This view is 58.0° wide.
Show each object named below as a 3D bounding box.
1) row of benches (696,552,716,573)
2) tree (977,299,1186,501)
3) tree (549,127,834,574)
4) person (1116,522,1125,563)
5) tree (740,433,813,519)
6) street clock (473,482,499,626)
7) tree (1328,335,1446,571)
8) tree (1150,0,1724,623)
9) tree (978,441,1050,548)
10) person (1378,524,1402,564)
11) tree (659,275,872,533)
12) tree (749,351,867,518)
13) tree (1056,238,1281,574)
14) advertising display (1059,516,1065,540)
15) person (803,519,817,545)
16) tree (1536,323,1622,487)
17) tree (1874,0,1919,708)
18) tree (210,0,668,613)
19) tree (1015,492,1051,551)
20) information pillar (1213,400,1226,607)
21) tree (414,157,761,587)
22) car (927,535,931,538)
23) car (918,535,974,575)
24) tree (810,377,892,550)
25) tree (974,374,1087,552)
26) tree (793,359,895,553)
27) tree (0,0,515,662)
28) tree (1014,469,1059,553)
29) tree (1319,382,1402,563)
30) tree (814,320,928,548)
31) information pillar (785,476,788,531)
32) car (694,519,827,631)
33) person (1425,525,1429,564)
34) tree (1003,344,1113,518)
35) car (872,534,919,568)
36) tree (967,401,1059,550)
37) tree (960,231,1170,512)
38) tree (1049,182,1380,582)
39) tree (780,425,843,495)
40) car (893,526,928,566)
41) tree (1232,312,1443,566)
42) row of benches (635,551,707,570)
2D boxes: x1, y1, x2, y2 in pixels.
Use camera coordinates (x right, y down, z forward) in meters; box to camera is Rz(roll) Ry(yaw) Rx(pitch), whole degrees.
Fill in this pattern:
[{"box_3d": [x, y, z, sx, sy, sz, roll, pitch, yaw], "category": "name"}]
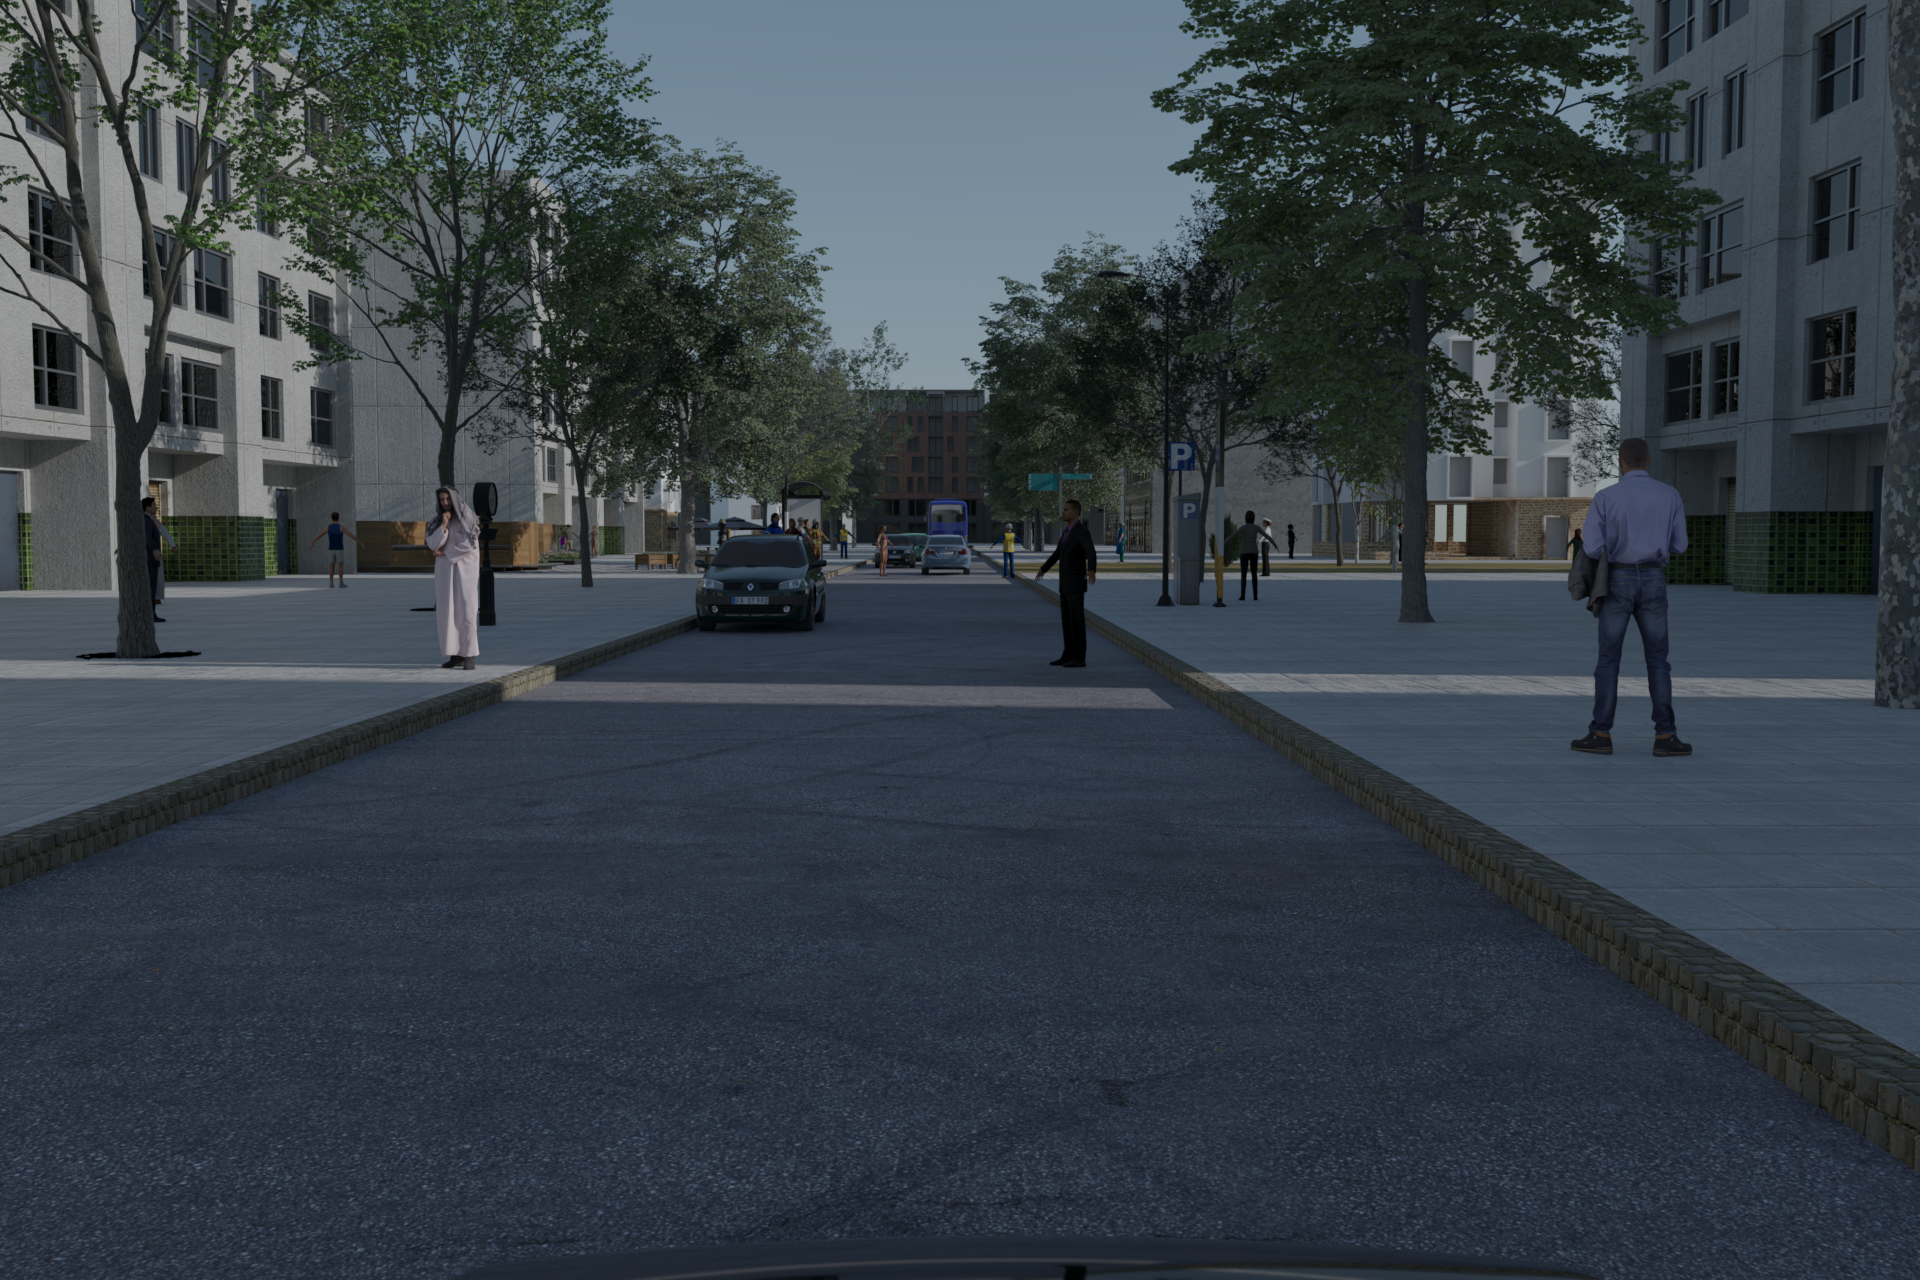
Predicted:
[{"box_3d": [-8.429, -2.615, 58.213, 1.422, 0.672, 4.104, -2, 4, -27], "category": "row of benches"}, {"box_3d": [5.883, -10.850, 87.774, 12.009, 13.543, 11.850, 0, 3, 0], "category": "tree"}, {"box_3d": [-8.690, -9.105, 55.528, 9.857, 13.997, 8.962, 0, 3, 0], "category": "tree"}, {"box_3d": [7.065, -4.292, 76.308, 0.704, 1.817, 1.347, 0, 4, 2], "category": "person"}, {"box_3d": [-9.218, -8.703, 92.662, 4.360, 8.622, 3.978, 0, 3, 0], "category": "tree"}, {"box_3d": [-6.620, -1.201, 24.206, 0.358, 2.002, 0.471, 0, 4, 0], "category": "street clock"}, {"box_3d": [15.484, -6.738, 60.529, 4.360, 8.622, 3.978, 0, 3, 0], "category": "tree"}, {"box_3d": [6.564, -6.505, 24.487, 7.486, 12.596, 7.792, 0, 3, 0], "category": "tree"}, {"box_3d": [6.112, -15.354, 157.697, 9.857, 13.997, 8.962, 0, 3, 0], "category": "tree"}, {"box_3d": [18.732, -4.189, 74.682, 1.347, 1.806, 0.705, 1, 4, 12], "category": "person"}, {"box_3d": [-9.166, -10.388, 80.219, 12.009, 13.543, 11.850, 0, 3, 0], "category": "tree"}, {"box_3d": [-9.640, -11.540, 106.813, 7.486, 12.596, 7.792, 0, 3, 0], "category": "tree"}, {"box_3d": [6.525, -7.420, 55.734, 8.767, 10.594, 7.601, 3, 5, 42], "category": "tree"}, {"box_3d": [3.744, -3.573, 63.627, 0.123, 1.923, 0.974, 0, 4, -1], "category": "advertising display"}, {"box_3d": [-5.383, -3.364, 61.141, 0.704, 1.812, 1.346, -2, 4, -24], "category": "person"}, {"box_3d": [28.243, -8.337, 70.727, 8.767, 10.594, 7.601, 0, 4, -6], "category": "tree"}, {"box_3d": [6.035, -9.498, 11.185, 12.611, 20.169, 13.585, 0, 3, 0], "category": "tree"}, {"box_3d": [-8.410, -6.284, 28.500, 9.928, 11.665, 9.643, 0, 3, 0], "category": "tree"}, {"box_3d": [5.475, -11.238, 134.099, 4.737, 8.622, 4.395, 0, 3, 0], "category": "tree"}, {"box_3d": [4.571, -2.393, 30.486, 0.183, 3.616, 0.504, 0, 4, -1], "category": "information pillar"}, {"box_3d": [-9.055, -6.573, 41.884, 8.767, 10.594, 7.601, -1, 4, -12], "category": "tree"}, {"box_3d": [-2.199, -5.576, 103.530, 2.083, 1.381, 4.827, 0, 4, 0], "category": "car"}, {"box_3d": [-0.501, -3.063, 62.084, 2.014, 1.417, 4.499, 0, 4, 0], "category": "car"}, {"box_3d": [-9.841, -13.997, 135.506, 9.857, 13.997, 8.962, 0, 3, 0], "category": "tree"}, {"box_3d": [5.720, -13.400, 125.738, 9.857, 13.997, 8.962, 0, 3, 0], "category": "tree"}, {"box_3d": [-9.709, -12.854, 120.539, 12.009, 13.543, 11.850, 0, 3, 0], "category": "tree"}, {"box_3d": [-8.571, -5.632, 17.842, 9.928, 11.665, 9.643, 0, 3, 0], "category": "tree"}, {"box_3d": [5.479, -10.087, 115.287, 4.737, 8.622, 4.395, 0, 3, 0], "category": "tree"}, {"box_3d": [17.626, -7.707, 76.372, 4.737, 8.622, 4.395, 0, 3, 0], "category": "tree"}, {"box_3d": [-9.063, -18.248, 154.239, 12.611, 20.169, 13.585, 0, 3, 0], "category": "tree"}, {"box_3d": [-6.481, -4.490, 64.765, 0.183, 3.616, 0.504, 0, 4, 0], "category": "information pillar"}, {"box_3d": [-3.032, -1.043, 26.838, 2.009, 1.686, 4.222, 0, 4, -1], "category": "car"}, {"box_3d": [19.578, -4.109, 73.116, 0.705, 1.837, 1.347, 0, 4, 8], "category": "person"}, {"box_3d": [6.201, -11.297, 102.841, 7.486, 12.596, 7.792, 0, 3, 0], "category": "tree"}, {"box_3d": [-2.754, -3.943, 74.254, 2.009, 1.686, 4.222, 0, 4, -1], "category": "car"}, {"box_3d": [5.549, -14.379, 141.748, 9.857, 13.997, 8.962, 0, 3, 0], "category": "tree"}, {"box_3d": [4.742, -10.278, 74.702, 9.857, 13.997, 8.962, 0, 3, 0], "category": "tree"}, {"box_3d": [6.439, -6.789, 45.410, 8.767, 10.594, 7.601, -1, 4, -19], "category": "tree"}, {"box_3d": [-8.919, -9.066, 98.586, 4.737, 8.622, 4.395, 0, 3, 0], "category": "tree"}, {"box_3d": [-2.157, -4.332, 79.619, 1.959, 1.807, 4.718, 0, 4, -1], "category": "car"}, {"box_3d": [15.101, -8.228, 68.941, 8.767, 10.594, 7.601, -1, 4, -10], "category": "tree"}, {"box_3d": [-10.558, -2.957, 63.803, 1.422, 0.672, 4.104, 2, 4, 27], "category": "row of benches"}]
